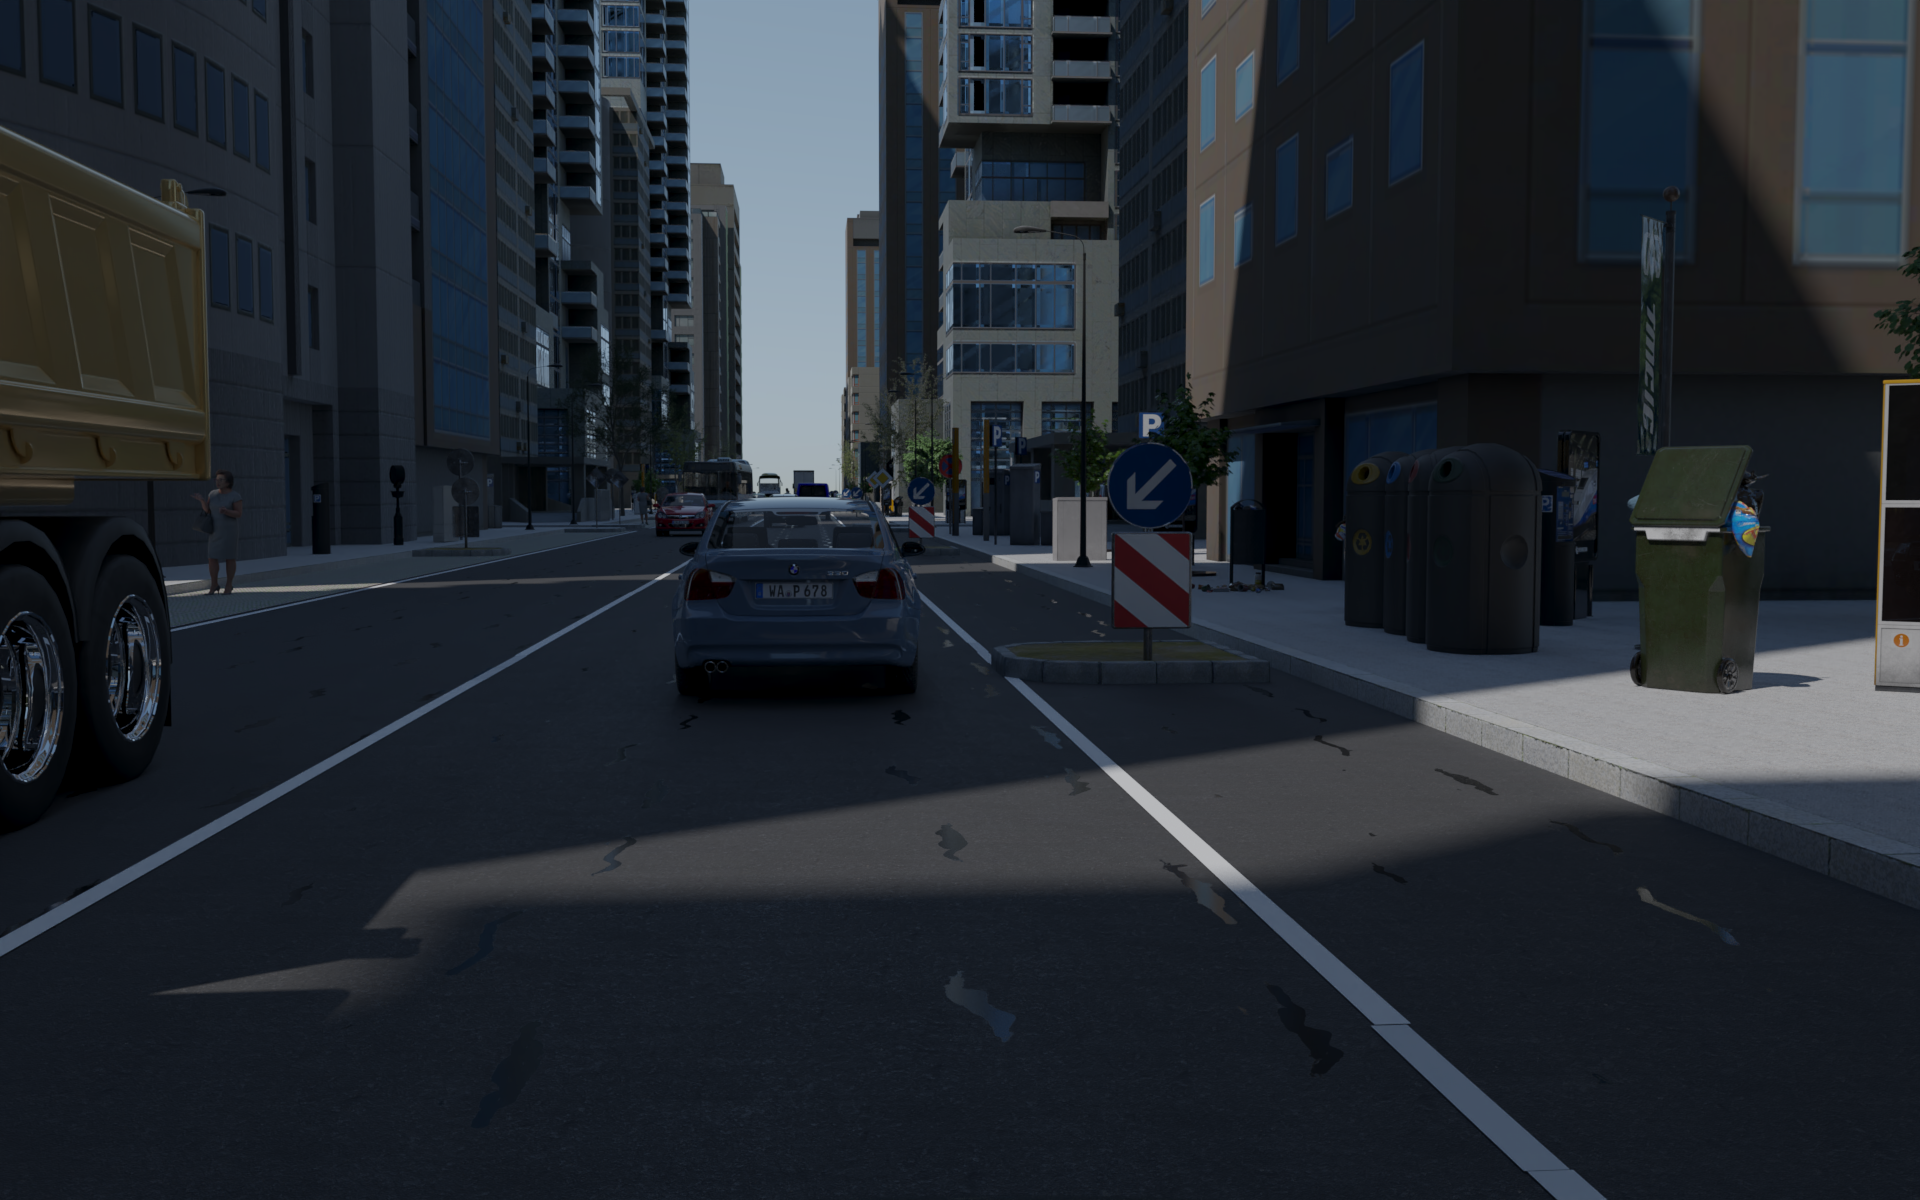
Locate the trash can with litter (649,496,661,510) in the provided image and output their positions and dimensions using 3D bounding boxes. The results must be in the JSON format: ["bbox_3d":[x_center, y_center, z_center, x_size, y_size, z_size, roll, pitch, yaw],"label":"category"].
[{"bbox_3d":[-24.843,-8.009,142.005,2.233,1.210,1.678,1,4,22],"label":"trash can with litter"}]

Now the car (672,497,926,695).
[{"bbox_3d":[-1.252,-0.104,13.707,2.014,1.417,4.499,0,4,-4],"label":"car"}]

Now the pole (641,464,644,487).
[{"bbox_3d":[-21.612,-7.599,118.090,0.158,3.312,0.155,0,3,0],"label":"pole"}]

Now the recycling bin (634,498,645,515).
[{"bbox_3d":[-20.024,-5.857,108.319,0.722,1.027,0.722,-1,4,-15],"label":"recycling bin"}]

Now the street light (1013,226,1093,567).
[{"bbox_3d":[1.623,-3.527,30.216,1.470,5.913,1.316,0,4,-5],"label":"street light"}]

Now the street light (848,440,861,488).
[{"bbox_3d":[-9.151,-11.070,153.537,1.470,5.913,1.316,0,4,-5],"label":"street light"}]

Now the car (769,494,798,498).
[{"bbox_3d":[-7.665,-4.034,75.747,2.009,1.686,4.222,0,4,-4],"label":"car"}]

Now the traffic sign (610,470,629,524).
[{"bbox_3d":[-14.400,-4.259,73.280,0.795,2.450,0.064,0,4,-5],"label":"traffic sign"}]

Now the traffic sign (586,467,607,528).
[{"bbox_3d":[-13.708,-3.773,65.325,0.795,2.450,0.064,0,4,-5],"label":"traffic sign"}]

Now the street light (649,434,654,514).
[{"bbox_3d":[-18.998,-8.374,109.450,1.470,5.913,1.316,0,4,-5],"label":"street light"}]

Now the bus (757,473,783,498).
[{"bbox_3d":[-22.425,-12.984,203.833,2.896,3.916,12.252,0,4,-7],"label":"bus"}]

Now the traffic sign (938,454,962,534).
[{"bbox_3d":[-0.308,-3.377,55.321,0.768,2.556,0.104,0,4,-2],"label":"traffic sign"}]

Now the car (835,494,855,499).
[{"bbox_3d":[-9.070,-7.765,135.746,1.959,1.807,4.718,0,4,-6],"label":"car"}]

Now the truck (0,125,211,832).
[{"bbox_3d":[-4.981,-0.548,4.890,3.469,3.379,9.791,0,4,-6],"label":"truck"}]

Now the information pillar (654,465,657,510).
[{"bbox_3d":[-24.685,-9.103,140.193,0.183,3.616,0.504,-1,4,-15],"label":"information pillar"}]

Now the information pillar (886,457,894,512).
[{"bbox_3d":[-4.417,-7.231,109.576,0.504,3.616,0.183,1,4,14],"label":"information pillar"}]

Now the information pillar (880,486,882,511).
[{"bbox_3d":[-5.365,-7.117,120.858,0.304,2.012,0.304,1,4,15],"label":"information pillar"}]

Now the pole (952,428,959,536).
[{"bbox_3d":[-0.138,-3.627,53.143,0.158,3.312,0.155,0,3,0],"label":"pole"}]

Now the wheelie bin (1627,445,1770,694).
[{"bbox_3d":[4.859,-0.215,11.430,0.693,1.594,0.980,-3,4,-38],"label":"wheelie bin"}]

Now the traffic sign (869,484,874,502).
[{"bbox_3d":[-6.047,-7.421,121.444,0.768,2.556,0.104,0,4,-3],"label":"traffic sign"}]

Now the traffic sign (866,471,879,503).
[{"bbox_3d":[-3.644,-4.315,74.192,0.795,2.450,0.064,0,4,-5],"label":"traffic sign"}]

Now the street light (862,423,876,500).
[{"bbox_3d":[-5.504,-8.609,113.297,1.470,5.913,1.316,0,4,-5],"label":"street light"}]

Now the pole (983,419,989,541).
[{"bbox_3d":[0.718,-3.274,47.368,0.158,3.312,0.155,0,3,0],"label":"pole"}]

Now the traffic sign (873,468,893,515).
[{"bbox_3d":[-2.952,-3.828,66.237,0.795,2.450,0.064,0,4,-5],"label":"traffic sign"}]

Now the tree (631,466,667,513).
[{"bbox_3d":[-20.826,-7.473,116.785,1.663,3.219,1.824,0,3,0],"label":"tree"}]

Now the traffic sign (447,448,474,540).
[{"bbox_3d":[-13.936,-2.949,48.326,0.768,2.556,0.104,0,4,-1],"label":"traffic sign"}]

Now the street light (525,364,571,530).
[{"bbox_3d":[-14.872,-5.467,61.922,1.470,5.913,1.316,0,4,-5],"label":"street light"}]

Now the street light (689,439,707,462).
[{"bbox_3d":[-22.494,-10.807,149.241,1.470,5.913,1.316,0,4,-5],"label":"street light"}]

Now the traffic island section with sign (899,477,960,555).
[{"bbox_3d":[-1.081,-2.004,41.392,1.989,1.847,2.006,0,4,-5],"label":"traffic island section with sign"}]

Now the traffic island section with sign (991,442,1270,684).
[{"bbox_3d":[1.286,-0.330,14.029,1.989,1.847,2.006,0,4,-5],"label":"traffic island section with sign"}]

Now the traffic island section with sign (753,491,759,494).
[{"bbox_3d":[-32.600,-16.722,282.036,1.989,1.847,2.006,0,4,-5],"label":"traffic island section with sign"}]

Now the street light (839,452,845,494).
[{"bbox_3d":[-12.156,-13.245,189.097,1.470,5.913,1.316,0,4,-5],"label":"street light"}]

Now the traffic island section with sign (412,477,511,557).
[{"bbox_3d":[-11.566,-1.943,40.391,1.989,1.847,2.006,0,4,-5],"label":"traffic island section with sign"}]

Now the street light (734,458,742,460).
[{"bbox_3d":[-29.756,-15.876,232.116,1.470,5.913,1.316,0,4,-5],"label":"street light"}]

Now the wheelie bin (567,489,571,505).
[{"bbox_3d":[-22.601,-5.731,101.613,0.980,1.594,0.693,-2,4,-27],"label":"wheelie bin"}]

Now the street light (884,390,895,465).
[{"bbox_3d":[-2.523,-6.421,77.517,1.470,5.913,1.316,0,4,-5],"label":"street light"}]

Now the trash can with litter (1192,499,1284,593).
[{"bbox_3d":[3.450,-0.738,23.123,2.233,1.210,1.678,-1,4,-23],"label":"trash can with litter"}]

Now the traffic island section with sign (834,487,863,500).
[{"bbox_3d":[-5.878,-5.372,96.458,1.989,1.847,2.006,0,4,-5],"label":"traffic island section with sign"}]

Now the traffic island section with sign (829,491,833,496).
[{"bbox_3d":[-8.213,-7.014,123.313,1.989,1.847,2.006,0,4,-5],"label":"traffic island section with sign"}]

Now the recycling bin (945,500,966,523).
[{"bbox_3d":[-0.195,-3.938,76.932,0.722,1.027,0.722,1,4,23],"label":"recycling bin"}]

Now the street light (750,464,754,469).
[{"bbox_3d":[-32.749,-18.062,267.853,1.470,5.913,1.316,0,4,-5],"label":"street light"}]

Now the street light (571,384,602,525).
[{"bbox_3d":[-15.770,-6.143,72.979,1.470,5.913,1.316,0,4,-5],"label":"street light"}]

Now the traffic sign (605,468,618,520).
[{"bbox_3d":[-17.192,-5.235,85.700,0.768,2.556,0.104,0,4,-3],"label":"traffic sign"}]

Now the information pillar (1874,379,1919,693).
[{"bbox_3d":[6.156,-0.415,11.270,0.304,2.012,0.304,2,4,31],"label":"information pillar"}]

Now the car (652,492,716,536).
[{"bbox_3d":[-9.554,-3.128,60.183,2.155,1.783,4.494,0,4,-5],"label":"car"}]

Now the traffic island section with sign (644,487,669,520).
[{"bbox_3d":[-16.385,-5.325,95.683,1.989,1.847,2.006,0,4,-5],"label":"traffic island section with sign"}]

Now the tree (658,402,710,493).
[{"bbox_3d":[-22.064,-11.362,136.137,4.737,8.622,4.395,0,3,0],"label":"tree"}]

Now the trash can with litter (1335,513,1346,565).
[{"bbox_3d":[4.402,-0.465,18.993,0.624,1.170,1.055,1,4,9],"label":"trash can with litter"}]

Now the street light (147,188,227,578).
[{"bbox_3d":[-11.817,-3.292,26.366,1.470,5.913,1.316,0,4,-5],"label":"street light"}]

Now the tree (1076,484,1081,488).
[{"bbox_3d":[7.420,-6.720,93.589,4.285,4.588,4.351,0,3,0],"label":"tree"}]

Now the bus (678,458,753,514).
[{"bbox_3d":[-12.110,-5.649,87.223,2.948,3.499,13.247,0,4,-3],"label":"bus"}]

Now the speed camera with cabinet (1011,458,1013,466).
[{"bbox_3d":[2.166,-6.137,94.671,2.038,3.252,0.660,3,5,40],"label":"speed camera with cabinet"}]

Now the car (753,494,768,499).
[{"bbox_3d":[-20.125,-10.042,172.990,1.959,1.807,4.718,0,4,-6],"label":"car"}]

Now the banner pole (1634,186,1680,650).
[{"bbox_3d":[5.625,-1.467,14.007,0.401,3.779,0.863,3,5,41],"label":"banner pole"}]

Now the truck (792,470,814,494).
[{"bbox_3d":[-18.782,-13.423,208.372,2.839,4.237,11.283,0,4,-5],"label":"truck"}]

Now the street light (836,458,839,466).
[{"bbox_3d":[-16.209,-16.119,236.090,1.470,5.913,1.316,0,4,-5],"label":"street light"}]

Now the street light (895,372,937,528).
[{"bbox_3d":[-1.606,-5.724,66.123,1.470,5.913,1.316,0,4,-5],"label":"street light"}]

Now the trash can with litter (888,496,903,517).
[{"bbox_3d":[-3.671,-5.282,97.749,0.624,1.170,1.055,-3,5,-42],"label":"trash can with litter"}]
